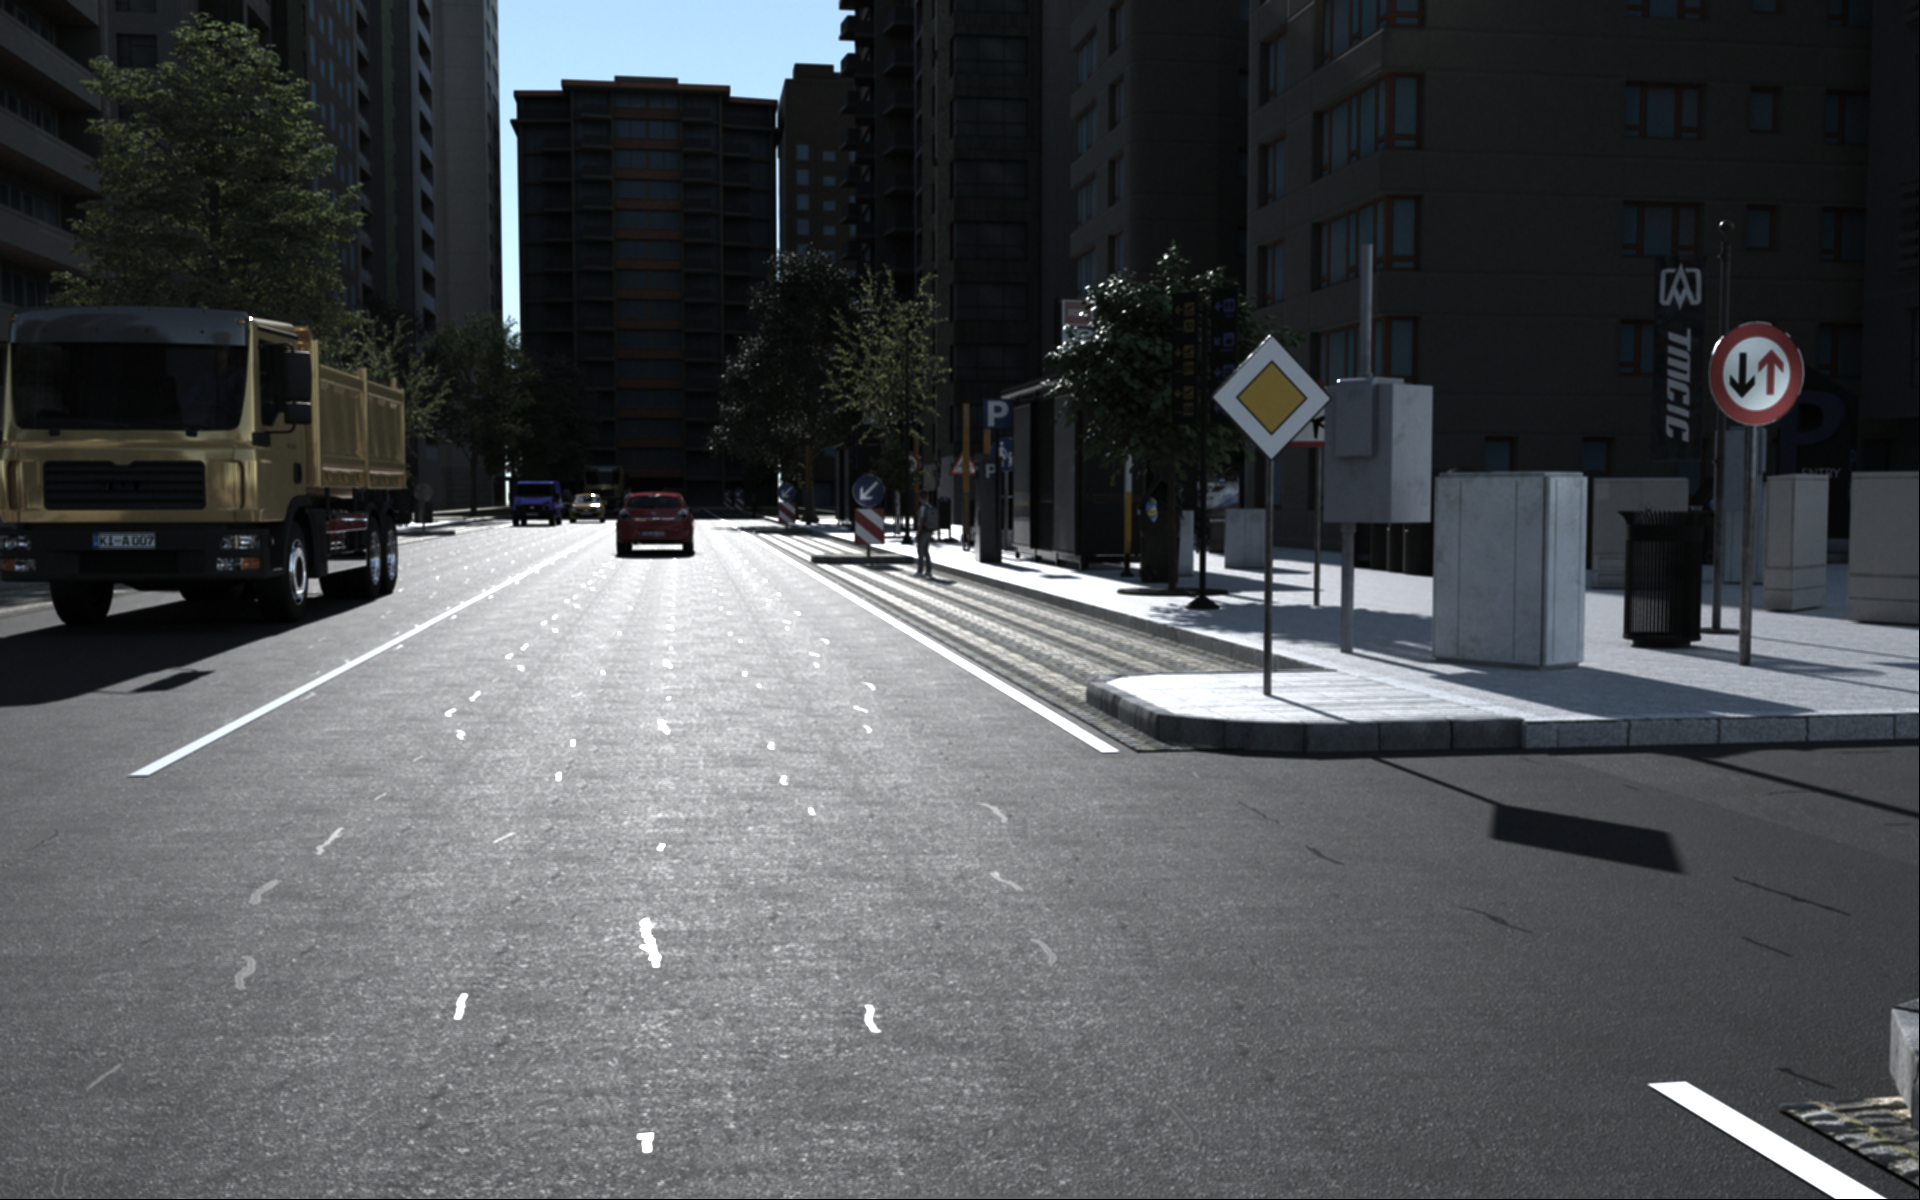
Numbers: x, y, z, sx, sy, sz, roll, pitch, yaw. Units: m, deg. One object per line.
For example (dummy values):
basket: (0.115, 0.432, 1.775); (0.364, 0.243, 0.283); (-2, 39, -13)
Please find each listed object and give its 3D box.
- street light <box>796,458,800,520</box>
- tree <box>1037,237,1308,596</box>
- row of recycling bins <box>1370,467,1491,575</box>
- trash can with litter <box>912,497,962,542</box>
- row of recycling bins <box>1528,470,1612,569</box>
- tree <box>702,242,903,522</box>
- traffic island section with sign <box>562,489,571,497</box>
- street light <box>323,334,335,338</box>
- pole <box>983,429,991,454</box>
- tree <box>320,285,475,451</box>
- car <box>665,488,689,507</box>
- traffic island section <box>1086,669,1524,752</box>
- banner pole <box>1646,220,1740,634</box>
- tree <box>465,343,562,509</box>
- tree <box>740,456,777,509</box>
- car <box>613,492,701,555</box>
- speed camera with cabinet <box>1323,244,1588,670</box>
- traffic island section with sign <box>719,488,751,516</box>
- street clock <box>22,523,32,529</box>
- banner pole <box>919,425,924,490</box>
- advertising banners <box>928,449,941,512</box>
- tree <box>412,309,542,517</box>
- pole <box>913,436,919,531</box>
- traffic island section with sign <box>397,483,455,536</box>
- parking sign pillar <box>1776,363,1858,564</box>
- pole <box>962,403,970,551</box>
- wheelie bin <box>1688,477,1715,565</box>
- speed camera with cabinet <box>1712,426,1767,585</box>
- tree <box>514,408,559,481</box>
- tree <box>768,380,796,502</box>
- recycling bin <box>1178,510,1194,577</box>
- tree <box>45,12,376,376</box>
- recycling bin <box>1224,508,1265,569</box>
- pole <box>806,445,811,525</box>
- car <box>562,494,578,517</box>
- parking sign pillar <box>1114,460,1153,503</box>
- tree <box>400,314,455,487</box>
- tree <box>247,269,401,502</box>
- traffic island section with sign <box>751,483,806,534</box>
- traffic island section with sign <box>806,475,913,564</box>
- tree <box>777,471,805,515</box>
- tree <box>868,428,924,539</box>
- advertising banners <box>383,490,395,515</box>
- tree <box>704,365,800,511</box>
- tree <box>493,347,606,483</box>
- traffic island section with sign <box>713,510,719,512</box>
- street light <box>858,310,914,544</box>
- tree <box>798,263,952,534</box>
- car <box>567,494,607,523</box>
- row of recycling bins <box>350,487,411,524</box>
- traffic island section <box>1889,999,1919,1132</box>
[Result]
street light: (-8.588, -6.902, 85.384); (1.470, 5.913, 1.316); (-1, 4, -9)
tree: (2.723, -2.367, 22.415); (4.285, 4.588, 4.351); (0, 3, 0)
row of recycling bins: (7.557, -1.283, 28.084); (1.069, 1.692, 3.534); (0, 4, -7)
trash can with litter: (-0.561, -2.179, 46.677); (1.678, 1.210, 2.233); (-3, 4, -36)
row of recycling bins: (9.655, -1.421, 30.339); (3.534, 1.692, 1.069); (2, 4, 25)
tree: (-7.015, -9.921, 79.221); (9.611, 12.733, 9.660); (0, 3, 0)
traffic island section with sign: (-31.150, -7.878, 137.430); (1.989, 1.847, 2.006); (-1, 4, -9)
street light: (-18.795, -4.750, 50.201); (1.470, 5.913, 1.316); (-1, 4, -9)
pole: (0.617, -2.809, 39.776); (0.158, 3.312, 0.155); (0, 3, 0)
tree: (-25.378, -8.776, 77.892); (7.601, 10.594, 8.767); (0, 4, 1)
car: (-19.086, -6.479, 114.609); (2.281, 1.827, 5.304); (-1, 4, -11)
traffic island section: (1.982, 0.685, 11.080); (2.009, 0.180, 2.903); (-1, 4, -9)
banner pole: (6.778, -1.587, 15.965); (0.863, 3.779, 0.401); (0, 4, 7)
tree: (-33.949, -12.946, 129.790); (7.486, 12.596, 7.792); (0, 3, 0)
tree: (-16.833, -9.852, 144.789); (4.285, 4.588, 4.351); (0, 3, 0)
car: (-7.474, -2.055, 42.637); (2.155, 1.783, 4.494); (0, 4, -8)
speed camera with cabinet: (3.802, -1.166, 13.406); (0.660, 3.252, 2.038); (-3, 5, -39)
traffic island section with sign: (-14.432, -6.336, 112.224); (1.989, 1.847, 2.006); (-1, 4, -9)
street clock: (-15.807, -1.518, 29.391); (0.471, 2.002, 0.358); (0, 4, -1)
banner pole: (-1.457, -4.459, 62.917); (0.401, 3.779, 0.863); (-2, 4, -27)
advertising banners: (-0.996, -4.370, 67.633); (0.090, 3.025, 2.074); (-1, 4, -14)
tree: (-27.311, -10.490, 97.259); (9.928, 11.665, 9.643); (0, 3, 0)
pole: (-1.523, -4.067, 60.338); (0.158, 3.312, 0.155); (0, 3, 0)
traffic island section with sign: (-18.584, -3.141, 59.991); (1.989, 1.847, 2.006); (-1, 4, -9)
parking sign pillar: (16.070, -2.694, 32.514); (1.447, 3.967, 1.447); (-3, 5, -45)
pole: (0.140, -2.762, 38.998); (0.158, 3.312, 0.155); (0, 3, 0)
wheelie bin: (13.751, -1.452, 31.641); (0.693, 1.594, 0.980); (0, 4, -1)
speed camera with cabinet: (11.055, -1.838, 24.389); (0.660, 3.252, 2.038); (2, 4, 32)
tree: (-35.464, -11.797, 143.245); (4.360, 8.622, 3.978); (0, 3, 0)
tree: (-10.456, -9.345, 103.157); (4.360, 8.622, 3.978); (0, 3, 0)
recycling bin: (3.245, -0.892, 27.145); (0.722, 1.027, 0.722); (0, 4, -3)
tree: (-17.584, -7.538, 41.381); (7.486, 12.596, 7.792); (0, 3, 0)
recycling bin: (5.010, -1.069, 30.034); (0.722, 1.027, 0.722); (1, 4, 20)
pole: (-6.353, -4.813, 72.540); (0.158, 3.312, 0.155); (0, 3, 0)
car: (-24.078, -6.031, 108.397); (2.009, 1.686, 4.222); (0, 4, -7)
parking sign pillar: (5.106, -3.824, 50.987); (1.447, 3.967, 1.447); (-3, 4, -36)
tree: (-22.910, -7.317, 69.988); (4.360, 8.622, 3.978); (0, 3, 0)
tree: (-20.675, -6.373, 54.555); (4.360, 8.622, 3.978); (0, 3, 0)
traffic island section with sign: (-6.455, -3.328, 63.034); (1.989, 1.847, 2.006); (-1, 4, -9)
traffic island section with sign: (-2.088, -1.682, 36.128); (1.989, 1.847, 2.006); (-1, 4, -9)
tree: (-10.484, -6.982, 108.765); (1.663, 3.219, 1.824); (0, 3, 0)
tree: (-1.787, -3.411, 50.365); (1.663, 3.219, 1.824); (0, 3, 0)
advertising banners: (-21.343, -4.204, 64.927); (0.090, 3.025, 2.074); (0, 4, -5)
tree: (-15.512, -12.564, 131.178); (9.928, 11.665, 9.643); (0, 3, 0)
tree: (-36.069, -14.959, 151.233); (9.857, 13.997, 8.962); (0, 3, 0)
traffic island section with sign: (-18.758, -7.964, 138.831); (1.989, 1.847, 2.006); (-1, 4, -9)
street light: (-1.878, -4.368, 43.958); (1.470, 5.913, 1.316); (-1, 4, -9)
tree: (-2.103, -6.376, 54.618); (4.360, 8.622, 3.978); (0, 3, 0)
car: (-18.918, -4.755, 87.965); (2.015, 1.641, 3.980); (-1, 4, -10)
row of recycling bins: (-25.438, -4.109, 74.297); (3.534, 1.692, 1.069); (-1, 4, -23)
traffic island section: (3.261, 1.167, 3.197); (2.009, 0.180, 2.903); (-1, 4, -9)
